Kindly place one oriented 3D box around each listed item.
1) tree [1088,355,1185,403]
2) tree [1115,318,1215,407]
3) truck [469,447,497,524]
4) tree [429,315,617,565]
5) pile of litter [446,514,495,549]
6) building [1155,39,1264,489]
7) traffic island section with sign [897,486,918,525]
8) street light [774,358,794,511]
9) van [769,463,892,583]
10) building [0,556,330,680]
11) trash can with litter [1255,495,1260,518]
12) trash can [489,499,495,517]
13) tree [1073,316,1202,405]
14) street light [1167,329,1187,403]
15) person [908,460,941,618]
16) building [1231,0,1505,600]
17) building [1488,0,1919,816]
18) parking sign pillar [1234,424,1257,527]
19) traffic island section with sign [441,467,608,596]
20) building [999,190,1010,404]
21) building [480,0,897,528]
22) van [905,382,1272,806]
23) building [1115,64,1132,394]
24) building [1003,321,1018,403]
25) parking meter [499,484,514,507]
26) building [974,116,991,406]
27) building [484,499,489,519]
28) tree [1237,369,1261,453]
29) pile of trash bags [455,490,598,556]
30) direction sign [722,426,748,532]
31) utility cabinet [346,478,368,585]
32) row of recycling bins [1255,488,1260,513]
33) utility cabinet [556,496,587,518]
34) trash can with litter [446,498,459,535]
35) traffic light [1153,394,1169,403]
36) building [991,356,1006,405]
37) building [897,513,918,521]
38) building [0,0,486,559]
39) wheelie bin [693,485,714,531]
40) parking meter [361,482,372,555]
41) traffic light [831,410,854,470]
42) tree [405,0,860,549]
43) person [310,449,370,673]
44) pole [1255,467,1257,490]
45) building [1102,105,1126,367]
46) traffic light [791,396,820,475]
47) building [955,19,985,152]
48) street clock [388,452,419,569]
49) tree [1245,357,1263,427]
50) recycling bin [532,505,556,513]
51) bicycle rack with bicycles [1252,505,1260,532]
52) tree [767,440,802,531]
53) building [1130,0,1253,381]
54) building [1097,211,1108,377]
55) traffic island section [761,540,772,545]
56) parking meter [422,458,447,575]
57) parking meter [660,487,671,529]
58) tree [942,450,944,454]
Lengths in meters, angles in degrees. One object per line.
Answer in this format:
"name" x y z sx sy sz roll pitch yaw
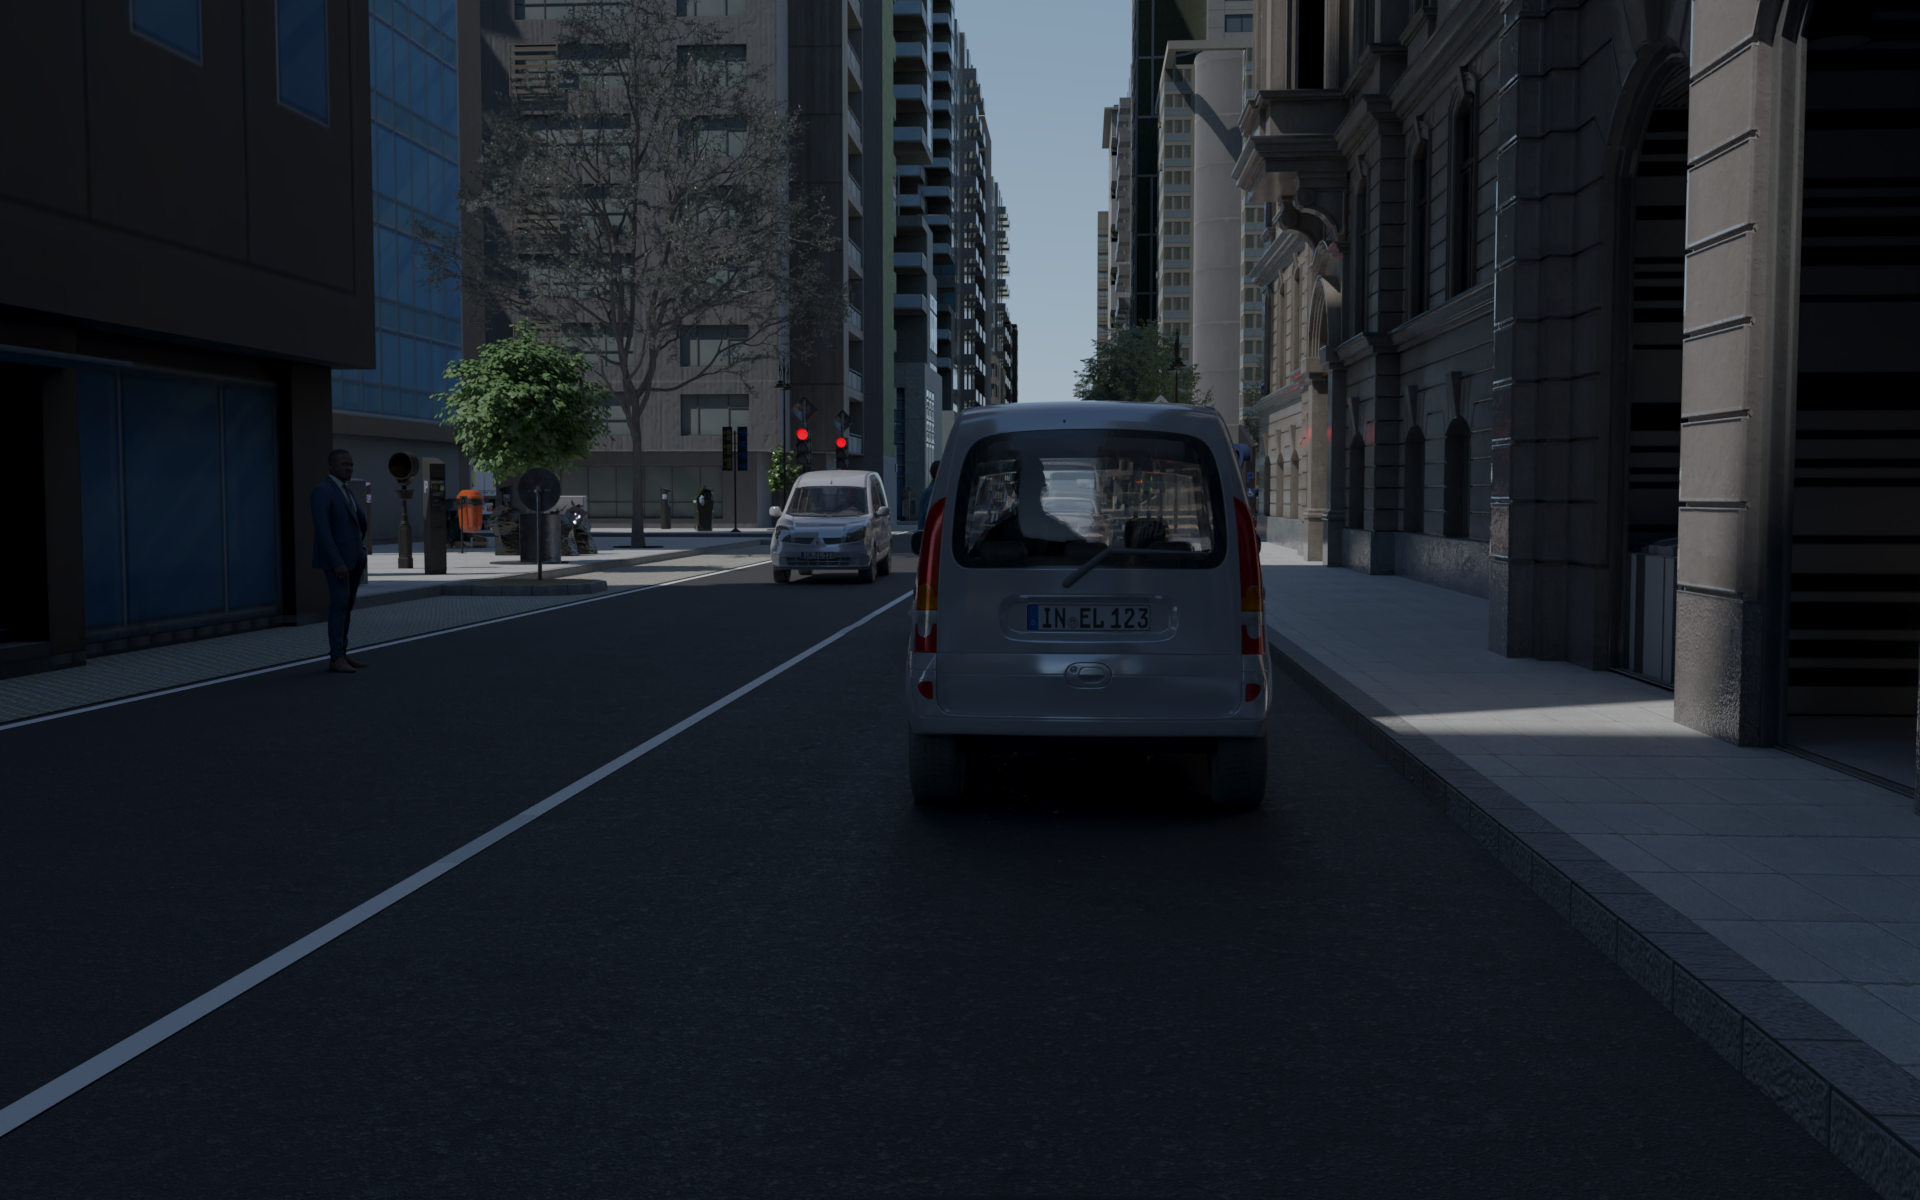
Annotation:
"tree" 11.881 -11.051 115.101 8.767 10.594 7.601 0 4 -1
"tree" 8.378 -7.457 72.277 4.737 8.622 4.395 0 3 0
"truck" -20.416 -3.999 54.294 11.283 4.237 2.839 0 4 3
"tree" -8.055 -2.947 31.902 4.285 4.588 4.351 0 3 0
"pile of litter" -11.719 -1.663 41.147 1.719 0.858 1.176 -1 4 -12
"building" 28.898 -27.592 143.014 32.217 40.220 23.993 0 4 4
"traffic island section with sign" -2.334 -4.400 80.560 1.989 1.847 2.006 0 4 4
"street light" -5.887 -5.219 58.119 0.468 5.910 1.993 0 4 4
"van" -2.126 -1.364 29.309 2.013 2.044 4.112 0 4 3
"building" -14.041 -22.132 11.961 14.600 45.320 14.200 0 4 4
"trash can with litter" 15.976 -4.956 92.088 1.678 1.210 2.233 1 4 10
"trash can" -22.638 -4.415 83.831 0.748 1.137 0.748 0 3 0
"tree" 12.607 -13.370 125.250 9.857 13.997 8.962 0 3 0
"street light" 6.059 -4.632 48.527 0.468 5.910 1.993 0 4 4
"person" -0.324 -0.572 18.199 0.444 1.785 0.601 0 4 2
"building" 12.310 -12.946 30.745 14.460 24.649 34.723 0 4 4
"building" 9.373 -9.775 1.628 13.314 21.916 24.055 0 4 4
"parking sign pillar" 10.881 -4.772 66.491 1.447 3.967 1.447 -1 4 -15
"traffic island section with sign" -6.220 -1.008 25.105 1.989 1.847 2.006 0 4 4
"building" -3.865 -39.225 260.932 23.786 49.044 30.456 0 4 4
"building" -10.294 -23.604 69.518 14.154 41.232 14.086 0 4 4
"van" 0.678 -0.145 9.377 2.013 2.044 4.112 0 4 4
"building" 28.411 -34.926 190.640 23.786 49.044 30.456 0 4 4
"building" 2.234 -31.295 283.368 14.160 30.474 14.107 0 4 4
"parking meter" -11.701 -2.221 44.731 0.372 1.533 0.369 0 3 0
"building" -3.616 -33.726 201.525 14.600 45.320 14.200 0 4 4
"building" -34.873 -25.365 69.337 28.867 44.769 22.147 0 4 4
"tree" 18.142 -9.260 101.757 4.360 8.622 3.978 0 3 0
"pile of trash bags" -9.376 -1.659 36.884 3.447 1.369 1.912 2 4 27
"direction sign" -7.546 -4.045 58.132 0.876 3.537 0.379 1 4 13
"utility cabinet" -8.806 -0.932 23.909 1.173 1.500 0.318 -3 5 -44
"row of recycling bins" 20.619 -6.721 117.007 3.534 1.692 1.069 2 4 30
"utility cabinet" -13.151 -2.902 58.601 1.020 1.237 0.306 1 4 13
"trash can with litter" -13.250 -2.081 45.419 0.624 1.170 1.055 -1 4 -19
"traffic light" 5.643 -3.670 48.921 0.839 4.253 0.868 0 4 4
"building" -8.314 -23.643 231.600 27.650 21.520 28.899 0 4 4
"building" -11.773 -48.081 98.799 22.319 86.520 31.000 0 4 4
"building" -21.273 -24.006 42.616 14.200 45.320 14.600 0 4 4
"wheelie bin" -8.820 -3.167 59.690 0.693 1.594 0.980 -1 4 -18
"parking meter" -12.585 -1.716 36.463 0.372 1.533 0.369 0 3 0
"traffic light" -3.888 -4.199 57.573 0.839 4.253 0.868 0 4 4
"tree" -7.654 -7.972 40.710 12.009 13.543 11.850 0 3 0
"person" -5.077 -0.335 14.167 0.419 1.800 0.721 0 4 -3
"pole" 22.228 -8.357 130.487 0.158 3.312 0.155 0 3 0
"building" 33.271 -39.177 229.780 28.713 52.752 27.495 0 4 4
"traffic light" -4.445 -3.712 49.607 0.839 4.253 0.868 0 4 4
"building" -8.916 -34.240 179.440 23.786 49.044 30.456 0 4 4
"street clock" -9.551 -1.542 29.781 0.471 2.002 0.358 1 4 13
"tree" 17.097 -8.385 87.463 4.737 8.622 4.395 0 3 0
"recycling bin" -14.209 -2.836 58.918 0.722 1.027 0.722 2 4 25
"bicycle rack with bicycles" 9.751 -2.670 57.038 2.925 0.926 2.852 -1 4 -21
"tree" -6.336 -4.046 60.746 1.663 3.219 1.824 0 3 0
"building" 24.593 -44.430 164.683 20.563 71.187 20.611 0 4 4
"building" 26.875 -34.729 251.407 14.154 41.232 14.086 0 4 4
"traffic island section" -4.484 -1.680 49.745 2.009 0.180 2.903 0 4 4
"parking meter" -8.375 -1.340 27.612 0.255 1.863 0.399 -3 4 -37
"parking meter" -10.750 -3.355 63.268 0.372 1.533 0.369 0 3 0
"tree" -1.103 -8.859 128.559 4.285 4.588 4.351 0 3 0
